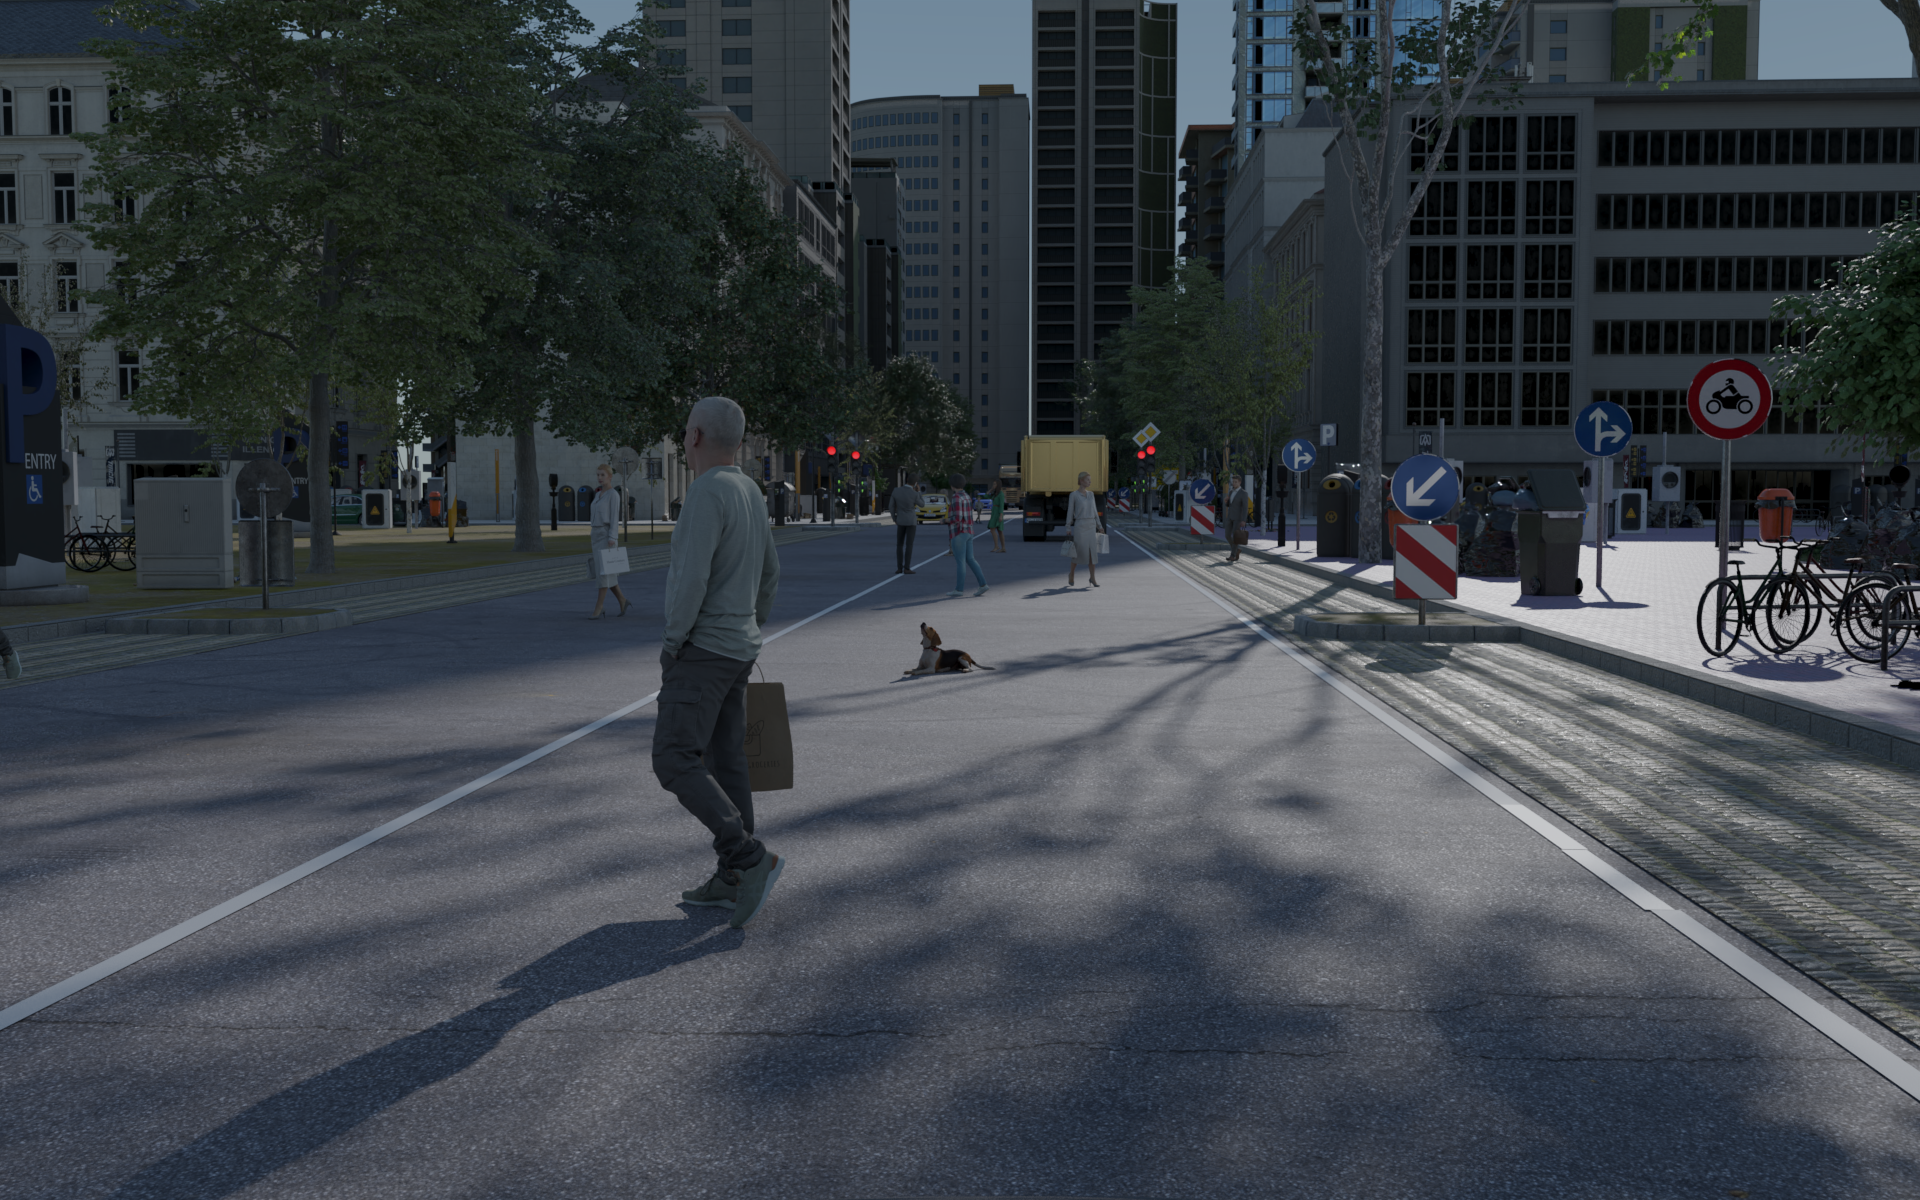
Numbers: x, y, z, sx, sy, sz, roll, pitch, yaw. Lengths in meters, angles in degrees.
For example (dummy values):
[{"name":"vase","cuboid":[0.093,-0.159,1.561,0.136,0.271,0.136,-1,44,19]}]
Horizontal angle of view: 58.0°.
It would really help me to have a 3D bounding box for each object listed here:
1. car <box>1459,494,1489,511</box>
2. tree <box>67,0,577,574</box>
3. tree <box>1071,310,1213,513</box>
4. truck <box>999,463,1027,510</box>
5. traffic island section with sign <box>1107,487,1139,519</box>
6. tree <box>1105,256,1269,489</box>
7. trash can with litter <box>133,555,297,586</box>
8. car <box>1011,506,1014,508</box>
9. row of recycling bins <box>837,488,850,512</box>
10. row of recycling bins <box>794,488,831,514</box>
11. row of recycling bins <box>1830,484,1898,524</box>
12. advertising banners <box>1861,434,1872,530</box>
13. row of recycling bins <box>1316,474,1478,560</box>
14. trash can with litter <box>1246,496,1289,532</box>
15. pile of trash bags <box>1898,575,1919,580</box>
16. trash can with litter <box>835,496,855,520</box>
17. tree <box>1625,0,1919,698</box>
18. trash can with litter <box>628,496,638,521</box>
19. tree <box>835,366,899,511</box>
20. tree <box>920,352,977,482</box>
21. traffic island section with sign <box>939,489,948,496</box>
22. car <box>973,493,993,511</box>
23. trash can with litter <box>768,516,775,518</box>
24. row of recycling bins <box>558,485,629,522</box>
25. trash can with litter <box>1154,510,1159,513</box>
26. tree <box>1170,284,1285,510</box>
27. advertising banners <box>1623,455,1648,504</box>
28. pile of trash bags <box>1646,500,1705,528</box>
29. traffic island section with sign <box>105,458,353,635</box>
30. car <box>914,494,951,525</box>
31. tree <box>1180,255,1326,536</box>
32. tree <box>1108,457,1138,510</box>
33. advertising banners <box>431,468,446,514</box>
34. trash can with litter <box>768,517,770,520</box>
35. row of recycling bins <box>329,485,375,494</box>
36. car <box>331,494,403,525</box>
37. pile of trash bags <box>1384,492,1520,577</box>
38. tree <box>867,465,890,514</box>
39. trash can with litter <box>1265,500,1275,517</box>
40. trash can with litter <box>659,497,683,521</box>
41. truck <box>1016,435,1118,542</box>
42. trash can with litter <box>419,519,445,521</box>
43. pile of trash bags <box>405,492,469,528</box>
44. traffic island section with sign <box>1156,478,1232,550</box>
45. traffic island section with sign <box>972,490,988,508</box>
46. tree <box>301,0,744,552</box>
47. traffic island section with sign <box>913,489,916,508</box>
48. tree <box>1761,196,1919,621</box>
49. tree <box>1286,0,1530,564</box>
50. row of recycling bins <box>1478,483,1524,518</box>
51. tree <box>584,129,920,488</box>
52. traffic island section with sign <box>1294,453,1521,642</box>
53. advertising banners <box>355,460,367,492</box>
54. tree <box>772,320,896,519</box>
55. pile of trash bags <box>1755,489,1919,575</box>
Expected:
[{"name":"car","cuboid":[21.204,-3.737,71.319,3.980,1.641,2.015,0,4,3]},{"name":"tree","cuboid":[-9.988,-6.717,27.946,7.486,12.596,7.792,0,3,0]},{"name":"tree","cuboid":[12.846,-12.989,119.028,9.857,13.997,8.962,0,3,0]},{"name":"truck","cuboid":[4.814,-10.334,157.870,2.839,4.237,11.283,0,4,3]},{"name":"traffic island section with sign","cuboid":[9.359,-5.595,100.099,1.989,1.847,2.006,0,4,3]},{"name":"tree","cuboid":[10.764,-10.049,82.424,7.486,12.596,7.792,0,3,0]},{"name":"trash can with litter","cuboid":[-10.839,-0.866,25.222,2.233,1.210,1.678,-2,4,-27]},{"name":"car","cuboid":[4.669,-10.206,178.672,2.131,1.459,4.920,0,4,3]},{"name":"row of recycling bins","cuboid":[-9.481,-7.106,123.301,3.534,1.692,1.069,1,4,12]},{"name":"row of recycling bins","cuboid":[-10.280,-6.494,113.292,3.534,1.692,1.069,-2,4,-34]},{"name":"row of recycling bins","cuboid":[38.877,-4.107,74.262,3.534,1.692,1.069,-1,4,-21]},{"name":"advertising banners","cuboid":[20.413,-2.621,39.036,0.090,3.025,2.074,2,4,32]},{"name":"row of recycling bins","cuboid":[8.461,-1.666,34.357,1.069,1.692,3.534,-2,4,-32]},{"name":"trash can with litter","cuboid":[10.418,-2.946,59.227,1.678,1.210,2.233,1,4,23]},{"name":"pile of trash bags","cuboid":[15.754,-0.977,25.734,3.447,1.369,1.912,0,4,-4]},{"name":"trash can with litter","cuboid":[-5.785,-4.664,87.645,1.055,1.170,0.624,2,4,24]},{"name":"tree","cuboid":[6.481,-5.201,10.784,9.928,11.665,9.643,0,3,0]},{"name":"trash can with litter","cuboid":[-15.809,-4.388,83.136,0.624,1.170,1.055,0,4,-8]},{"name":"tree","cuboid":[-5.628,-8.959,96.840,4.360,8.622,3.978,0,3,0]},{"name":"tree","cuboid":[-3.815,-13.433,136.641,9.611,12.733,9.660,0,3,0]},{"name":"traffic island section with sign","cuboid":[-1.141,-7.319,128.289,1.989,1.847,2.006,0,4,3]},{"name":"car","cuboid":[2.039,-8.235,144.231,1.945,1.707,3.694,0,4,4]},{"name":"trash can with litter","cuboid":[-10.631,-4.894,91.072,2.233,1.210,1.678,-2,4,-32]},{"name":"row of recycling bins","cuboid":[-17.219,-4.542,81.376,3.534,1.692,1.069,1,4,13]},{"name":"trash can with litter","cuboid":[14.318,-6.748,121.388,2.233,1.210,1.678,0,4,3]},{"name":"tree","cuboid":[9.544,-6.779,61.201,4.360,8.622,3.978,0,3,0]},{"name":"advertising banners","cuboid":[29.726,-4.900,76.302,0.090,3.025,2.074,-1,4,-8]},{"name":"pile of trash bags","cuboid":[26.285,-3.415,65.596,3.447,1.369,1.912,-1,4,-16]},{"name":"traffic island section with sign","cuboid":[-7.659,-0.604,18.497,1.989,1.847,2.006,0,4,3]},{"name":"car","cuboid":[-1.268,-4.421,82.512,2.015,1.641,3.980,0,4,4]},{"name":"tree","cuboid":[9.225,-6.312,53.558,4.737,8.622,4.395,0,3,0]},{"name":"tree","cuboid":[14.222,-9.558,139.980,4.285,4.588,4.351,0,3,0]},{"name":"advertising banners","cuboid":[-37.805,-7.931,125.863,0.090,3.025,2.074,1,4,17]},{"name":"trash can with litter","cuboid":[-9.701,-4.450,84.142,0.624,1.170,1.055,1,4,20]},{"name":"row of recycling bins","cuboid":[-28.850,-4.470,80.201,3.534,1.692,1.069,-3,5,-40]},{"name":"car","cuboid":[-25.991,-3.743,72.993,4.920,1.459,2.131,0,4,4]},{"name":"pile of trash bags","cuboid":[7.873,-1.073,27.289,3.447,1.369,1.912,-3,5,-40]},{"name":"tree","cuboid":[-5.326,-7.090,110.523,1.663,3.219,1.824,0,3,0]},{"name":"trash can with litter","cuboid":[16.157,-4.886,91.272,0.624,1.170,1.055,-3,5,-45]},{"name":"trash can with litter","cuboid":[-13.616,-4.293,81.574,1.055,1.170,0.624,-1,4,-16]},{"name":"truck","cuboid":[3.404,-3.648,55.576,3.469,3.379,9.791,0,4,4]},{"name":"trash can with litter","cuboid":[-24.982,-4.381,82.680,2.233,1.210,1.678,3,5,39]},{"name":"pile of trash bags","cuboid":[-20.013,-3.493,66.861,1.912,1.369,3.447,-1,4,-8]},{"name":"traffic island section with sign","cuboid":[6.082,-2.205,44.687,1.989,1.847,2.006,0,4,3]},{"name":"traffic island section with sign","cuboid":[1.806,-10.376,178.269,1.989,1.847,2.006,0,4,3]},{"name":"tree","cuboid":[-9.660,-8.050,38.273,9.857,13.997,8.962,0,3,0]},{"name":"traffic island section with sign","cuboid":[-2.778,-5.639,100.825,1.989,1.847,2.006,0,4,3]},{"name":"tree","cuboid":[10.119,-2.069,17.537,4.285,4.588,4.351,0,3,0]},{"name":"tree","cuboid":[8.913,-10.700,30.835,12.611,20.169,13.585,0,3,0]},{"name":"row of recycling bins","cuboid":[19.672,-3.330,61.559,3.534,1.692,1.069,3,4,39]},{"name":"tree","cuboid":[-7.885,-8.438,54.964,9.611,12.733,9.660,0,3,0]},{"name":"traffic island section with sign","cuboid":[4.481,-0.555,17.697,1.989,1.847,2.006,0,4,3]},{"name":"advertising banners","cuboid":[-31.366,-5.698,89.344,0.090,3.025,2.074,2,4,27]},{"name":"tree","cuboid":[-6.787,-9.443,88.813,7.601,10.594,8.767,0,3,0]},{"name":"pile of trash bags","cuboid":[15.212,-1.194,29.282,3.447,1.369,1.912,0,4,1]}]
